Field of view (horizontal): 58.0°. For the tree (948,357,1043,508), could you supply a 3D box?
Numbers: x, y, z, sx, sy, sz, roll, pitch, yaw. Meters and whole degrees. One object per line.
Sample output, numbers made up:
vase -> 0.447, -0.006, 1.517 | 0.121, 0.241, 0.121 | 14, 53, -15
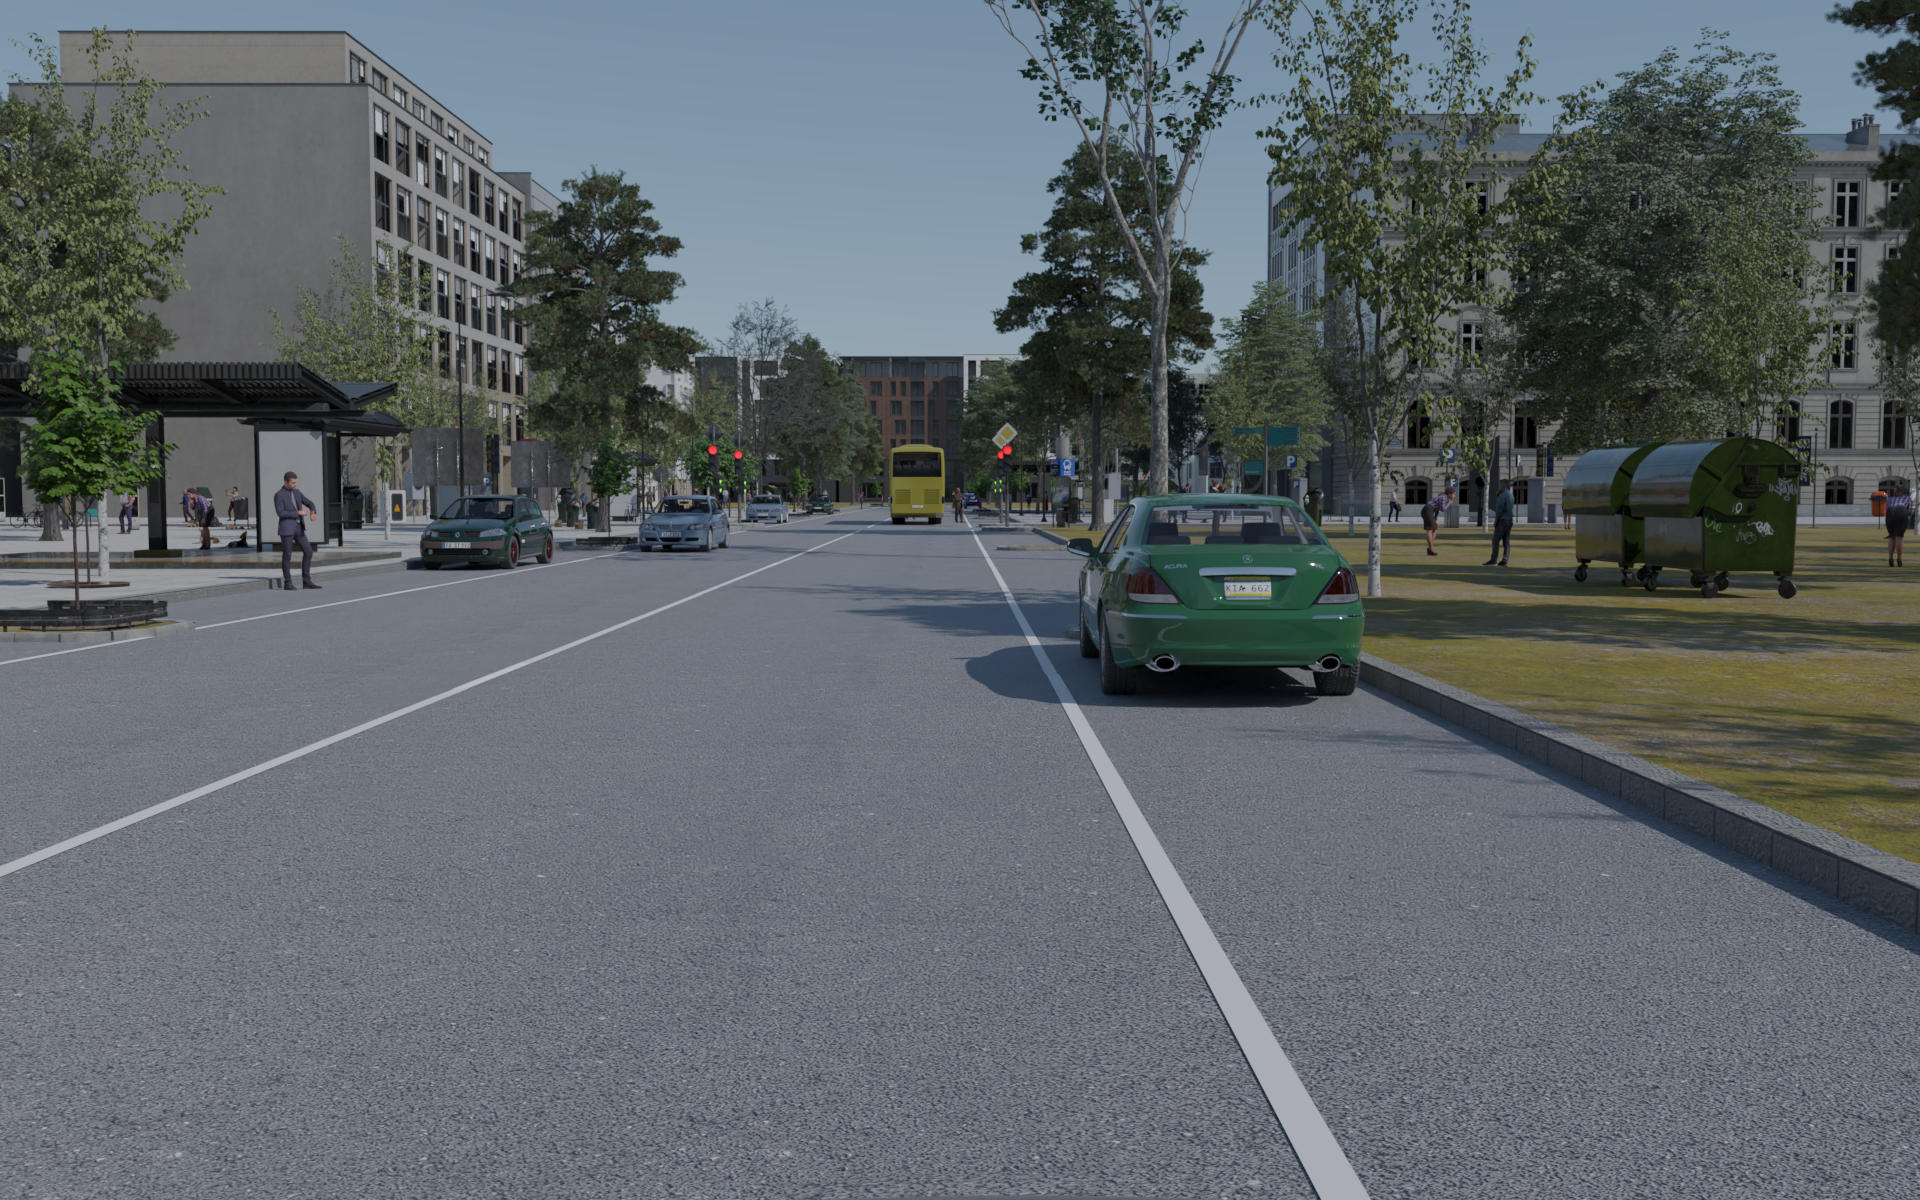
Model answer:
tree -> 3.727, -15.666, 162.799 | 9.857, 13.997, 8.962 | 0, 3, 0

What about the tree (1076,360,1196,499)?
tree -> 13.233, -13.750, 131.466 | 9.857, 13.997, 8.962 | 0, 3, 0

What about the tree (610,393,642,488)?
tree -> -23.507, -10.688, 125.112 | 4.737, 8.622, 4.395 | 0, 3, 0

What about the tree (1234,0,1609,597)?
tree -> 5.321, -4.336, 21.253 | 4.737, 8.622, 4.395 | 0, 3, 0

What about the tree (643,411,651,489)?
tree -> -18.871, -10.276, 118.382 | 4.737, 8.622, 4.395 | 0, 3, 0

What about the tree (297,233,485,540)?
tree -> -16.185, -5.972, 48.001 | 4.737, 8.622, 4.395 | 0, 3, 0

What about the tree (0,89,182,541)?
tree -> -24.782, -7.632, 46.841 | 6.751, 12.117, 7.091 | 0, 3, 0

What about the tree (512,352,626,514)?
tree -> -24.297, -11.277, 110.131 | 9.928, 11.665, 9.643 | 0, 3, 0

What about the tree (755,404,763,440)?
tree -> -15.854, -10.706, 125.398 | 4.737, 8.622, 4.395 | 0, 3, 0

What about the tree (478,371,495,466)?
tree -> -28.071, -9.014, 97.749 | 4.360, 8.622, 3.978 | 0, 3, 0

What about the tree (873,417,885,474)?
tree -> -12.450, -17.721, 197.156 | 7.806, 13.903, 7.818 | 0, 3, 0

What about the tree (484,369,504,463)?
tree -> -28.596, -9.294, 102.318 | 4.737, 8.622, 4.395 | 0, 3, 0

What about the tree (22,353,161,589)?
tree -> -12.001, -1.784, 23.773 | 1.663, 3.219, 1.824 | 0, 3, 0

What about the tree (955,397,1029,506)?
tree -> 4.447, -17.033, 188.859 | 12.009, 13.543, 11.850 | 0, 3, 0

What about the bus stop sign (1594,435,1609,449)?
bus stop sign -> 28.784, -5.430, 77.798 | 0.837, 3.901, 0.837 | 1, 4, 14

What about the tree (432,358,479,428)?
tree -> -27.824, -8.521, 89.678 | 4.360, 8.622, 3.978 | 0, 3, 0

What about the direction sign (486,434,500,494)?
direction sign -> -17.796, -4.530, 66.059 | 0.876, 3.537, 0.379 | 3, 5, 43

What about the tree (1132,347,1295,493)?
tree -> 16.831, -10.753, 110.222 | 8.767, 10.594, 7.601 | -1, 4, -22

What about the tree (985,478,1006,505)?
tree -> 4.026, -13.339, 201.799 | 4.285, 4.588, 4.351 | 0, 3, 0

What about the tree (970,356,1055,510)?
tree -> 4.308, -13.746, 142.879 | 7.486, 12.596, 7.792 | 0, 3, 0

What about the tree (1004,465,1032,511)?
tree -> 4.092, -7.363, 114.992 | 1.663, 3.219, 1.824 | 0, 3, 0

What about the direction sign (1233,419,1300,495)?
direction sign -> 11.167, -4.488, 62.149 | 2.525, 3.948, 1.411 | 2, 4, 31

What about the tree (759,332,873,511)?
tree -> -12.323, -13.872, 134.226 | 7.806, 13.903, 7.818 | 0, 3, 0

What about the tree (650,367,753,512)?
tree -> -14.720, -9.115, 99.394 | 4.737, 8.622, 4.395 | 0, 3, 0

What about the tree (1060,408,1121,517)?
tree -> 7.284, -9.055, 98.409 | 4.737, 8.622, 4.395 | 0, 3, 0

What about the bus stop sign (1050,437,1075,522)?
bus stop sign -> 4.775, -5.610, 80.746 | 0.837, 3.901, 0.837 | -2, 4, -30

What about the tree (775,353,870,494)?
tree -> -12.809, -15.210, 155.346 | 9.857, 13.997, 8.962 | 0, 3, 0

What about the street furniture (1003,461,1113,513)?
street furniture -> 6.613, -7.759, 118.972 | 7.346, 3.524, 5.398 | 0, 4, 0

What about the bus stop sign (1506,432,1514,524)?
bus stop sign -> 23.686, -5.266, 74.810 | 0.416, 3.939, 0.855 | 0, 4, 4

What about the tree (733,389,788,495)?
tree -> -13.793, -10.238, 117.752 | 4.360, 8.622, 3.978 | 0, 3, 0

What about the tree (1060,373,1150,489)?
tree -> 8.060, -8.715, 92.855 | 4.360, 8.622, 3.978 | 0, 3, 0

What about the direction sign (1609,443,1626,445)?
direction sign -> 30.385, -5.631, 80.825 | 1.411, 3.948, 2.525 | 1, 4, 19

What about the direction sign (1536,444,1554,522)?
direction sign -> 26.530, -5.296, 78.589 | 0.379, 3.537, 0.876 | -3, 4, -39

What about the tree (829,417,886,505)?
tree -> -12.829, -17.831, 209.664 | 7.486, 12.596, 7.792 | 0, 3, 0

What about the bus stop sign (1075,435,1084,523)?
bus stop sign -> 5.429, -5.450, 77.814 | 0.416, 3.939, 0.855 | -1, 4, -12

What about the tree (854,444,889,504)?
tree -> -12.760, -17.941, 227.745 | 8.767, 10.594, 7.601 | 2, 4, 34

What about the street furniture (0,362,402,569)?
street furniture -> -14.948, -2.452, 32.193 | 7.346, 3.524, 5.398 | 0, 4, 0

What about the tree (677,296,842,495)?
tree -> -12.427, -12.060, 107.548 | 12.009, 13.543, 11.850 | 0, 3, 0

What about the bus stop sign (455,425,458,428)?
bus stop sign -> -19.393, -4.755, 66.440 | 0.416, 3.939, 0.855 | 1, 4, 11

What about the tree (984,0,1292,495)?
tree -> 2.753, -11.041, 36.408 | 12.611, 20.169, 13.585 | 0, 3, 0

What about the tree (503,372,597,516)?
tree -> -23.317, -9.136, 99.731 | 4.737, 8.622, 4.395 | 0, 3, 0

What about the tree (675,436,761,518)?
tree -> -12.733, -6.807, 95.004 | 4.285, 4.588, 4.351 | 0, 3, 0

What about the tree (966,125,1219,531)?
tree -> 4.978, -9.348, 60.259 | 7.806, 13.903, 7.818 | 0, 3, 0

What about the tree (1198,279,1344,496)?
tree -> 16.642, -10.658, 92.381 | 7.486, 12.596, 7.792 | 0, 3, 0

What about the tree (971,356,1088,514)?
tree -> 4.896, -10.663, 108.749 | 8.767, 10.594, 7.601 | 0, 4, -5

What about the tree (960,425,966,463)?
tree -> 3.705, -18.631, 212.039 | 7.806, 13.903, 7.818 | 0, 3, 0

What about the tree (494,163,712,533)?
tree -> -11.849, -8.299, 57.744 | 6.751, 12.117, 7.091 | 0, 3, 0
